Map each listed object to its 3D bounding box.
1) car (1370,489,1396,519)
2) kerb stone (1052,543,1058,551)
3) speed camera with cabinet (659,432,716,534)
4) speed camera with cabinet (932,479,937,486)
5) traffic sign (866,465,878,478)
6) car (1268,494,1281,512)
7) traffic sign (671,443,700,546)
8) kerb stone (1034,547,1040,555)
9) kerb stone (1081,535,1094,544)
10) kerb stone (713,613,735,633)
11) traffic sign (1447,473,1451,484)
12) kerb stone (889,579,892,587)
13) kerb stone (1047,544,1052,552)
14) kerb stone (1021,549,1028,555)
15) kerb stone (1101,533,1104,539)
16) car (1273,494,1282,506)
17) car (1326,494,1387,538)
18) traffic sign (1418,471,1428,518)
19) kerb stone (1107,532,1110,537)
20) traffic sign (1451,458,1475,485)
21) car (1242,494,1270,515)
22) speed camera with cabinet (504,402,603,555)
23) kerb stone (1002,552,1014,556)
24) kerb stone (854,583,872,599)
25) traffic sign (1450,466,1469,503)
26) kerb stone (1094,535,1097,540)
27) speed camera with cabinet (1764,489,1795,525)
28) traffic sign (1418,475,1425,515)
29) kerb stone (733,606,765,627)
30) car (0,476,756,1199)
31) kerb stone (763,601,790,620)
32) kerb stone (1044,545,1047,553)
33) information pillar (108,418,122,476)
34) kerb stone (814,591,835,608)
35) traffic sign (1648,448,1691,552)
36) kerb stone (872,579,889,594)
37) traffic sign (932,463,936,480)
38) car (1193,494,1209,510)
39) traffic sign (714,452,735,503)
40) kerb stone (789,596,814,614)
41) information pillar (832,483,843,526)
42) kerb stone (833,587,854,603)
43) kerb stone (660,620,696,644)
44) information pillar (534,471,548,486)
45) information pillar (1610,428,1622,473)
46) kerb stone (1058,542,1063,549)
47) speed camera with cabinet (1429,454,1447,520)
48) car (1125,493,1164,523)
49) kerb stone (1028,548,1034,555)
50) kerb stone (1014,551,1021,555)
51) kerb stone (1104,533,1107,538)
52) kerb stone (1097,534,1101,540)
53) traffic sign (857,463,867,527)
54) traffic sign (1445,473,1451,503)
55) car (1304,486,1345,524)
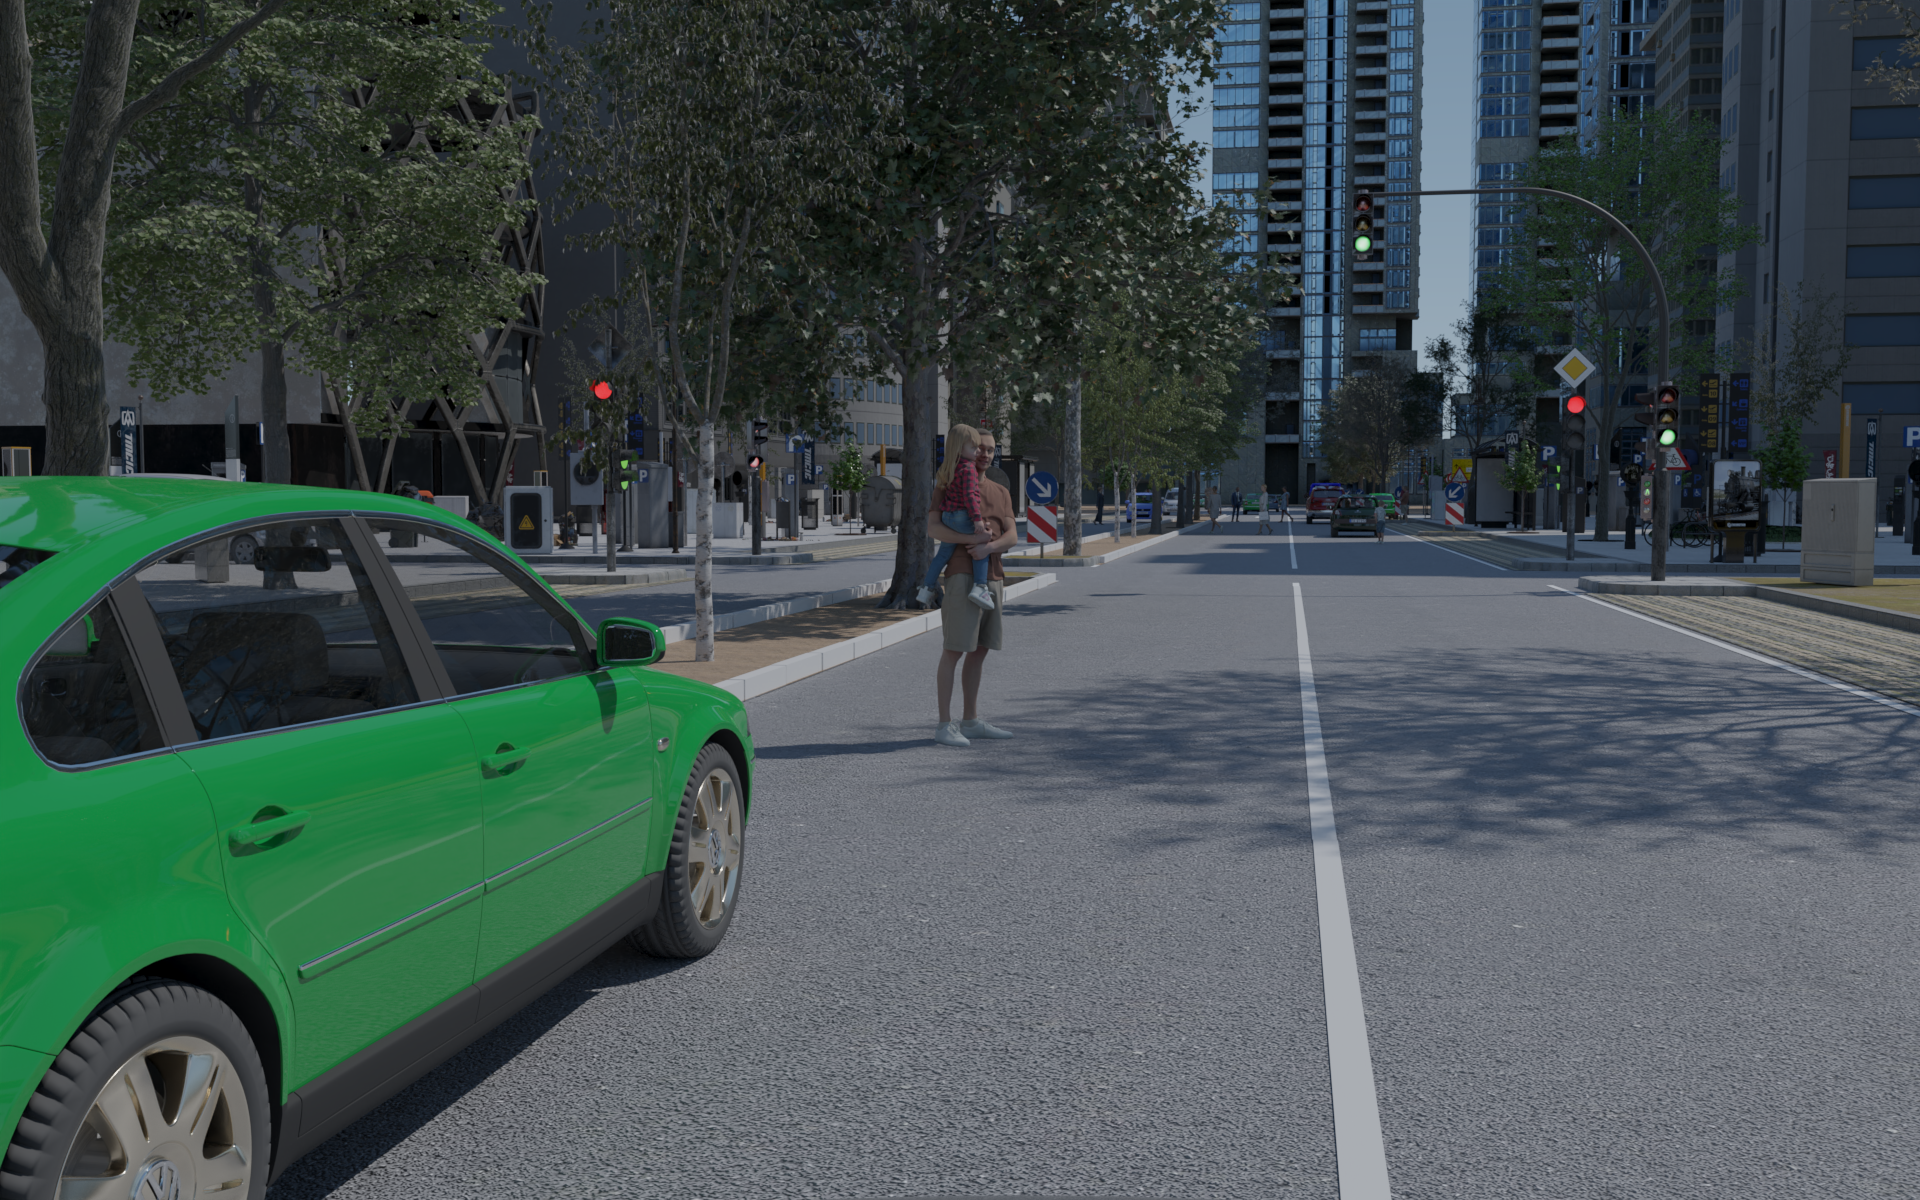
[{"bbox_3d":[23.923,-5.503,98.766,1.959,1.807,4.718,1,4,9],"label":"car"},{"bbox_3d":[2.276,-1.309,43.591,0.120,0.150,1.000,1,4,11],"label":"kerb stone"},{"bbox_3d":[-8.911,-3.757,55.760,2.038,3.252,0.660,-1,4,-10],"label":"speed camera with cabinet"},{"bbox_3d":[-0.650,-6.926,107.576,2.038,3.252,0.660,2,4,24],"label":"speed camera with cabinet"},{"bbox_3d":[-3.925,-4.562,74.699,0.768,2.556,0.104,1,4,14],"label":"traffic sign"},{"bbox_3d":[24.712,-7.761,138.890,2.014,1.417,4.499,1,4,9],"label":"car"},{"bbox_3d":[-6.761,-2.600,42.618,0.768,2.556,0.104,1,4,13],"label":"traffic sign"},{"bbox_3d":[1.706,-1.124,40.573,0.120,0.150,1.000,1,4,11],"label":"kerb stone"},{"bbox_3d":[3.802,-1.802,51.656,0.120,0.150,1.000,1,4,11],"label":"kerb stone"},{"bbox_3d":[-2.570,0.262,17.918,0.120,0.150,1.000,1,4,11],"label":"kerb stone"},{"bbox_3d":[28.593,-6.129,100.309,0.768,2.556,0.104,1,4,18],"label":"traffic sign"},{"bbox_3d":[-1.042,-0.229,25.964,0.120,0.150,1.000,1,4,11],"label":"kerb stone"},{"bbox_3d":[2.085,-1.243,42.587,0.120,0.150,1.000,1,4,11],"label":"kerb stone"},{"bbox_3d":[1.322,-0.997,38.564,0.120,0.150,1.000,1,4,11],"label":"kerb stone"},{"bbox_3d":[4.364,-1.987,54.684,0.120,0.150,1.000,1,4,11],"label":"kerb stone"},{"bbox_3d":[32.480,-10.182,178.276,2.131,1.459,4.920,1,4,12],"label":"car"},{"bbox_3d":[13.361,-2.968,58.319,2.009,1.686,4.222,1,4,12],"label":"car"},{"bbox_3d":[25.357,-5.769,94.335,0.884,2.594,0.081,1,4,11],"label":"traffic sign"},{"bbox_3d":[4.733,-2.110,56.695,0.120,0.150,1.000,1,4,11],"label":"kerb stone"},{"bbox_3d":[28.947,-6.365,97.946,2.265,3.308,0.079,1,4,13],"label":"traffic sign"},{"bbox_3d":[20.739,-6.878,121.258,1.959,1.807,4.718,1,4,11],"label":"car"},{"bbox_3d":[-8.633,-2.598,36.813,2.038,3.252,0.660,-1,4,-10],"label":"speed camera with cabinet"},{"bbox_3d":[0.943,-0.878,36.555,0.120,0.150,1.000,1,4,11],"label":"kerb stone"},{"bbox_3d":[-1.426,-0.106,23.950,0.120,0.150,1.000,1,4,11],"label":"kerb stone"},{"bbox_3d":[23.380,-4.961,81.120,0.884,2.594,0.081,1,4,11],"label":"traffic sign"},{"bbox_3d":[3.983,-1.863,52.662,0.120,0.150,1.000,1,4,11],"label":"kerb stone"},{"bbox_3d":[25.121,-3.592,53.061,0.660,3.252,2.038,1,4,16],"label":"speed camera with cabinet"},{"bbox_3d":[28.635,-6.533,106.926,0.768,2.556,0.104,1,4,14],"label":"traffic sign"},{"bbox_3d":[-2.369,0.200,18.920,0.120,0.150,1.000,1,4,11],"label":"kerb stone"},{"bbox_3d":[-1.863,0.284,4.158,1.959,1.807,4.718,1,4,11],"label":"car"},{"bbox_3d":[-2.184,0.139,19.925,0.120,0.150,1.000,1,4,11],"label":"kerb stone"},{"bbox_3d":[1.891,-1.186,41.583,0.120,0.150,1.000,1,4,11],"label":"kerb stone"},{"bbox_3d":[-24.879,-3.661,51.216,0.183,3.616,0.504,2,4,34],"label":"information pillar"},{"bbox_3d":[-1.808,0.024,21.942,0.120,0.150,1.000,1,4,11],"label":"kerb stone"},{"bbox_3d":[15.759,-2.355,38.507,0.884,2.594,0.081,1,4,15],"label":"traffic sign"},{"bbox_3d":[-1.230,-0.169,24.955,0.120,0.150,1.000,1,4,11],"label":"kerb stone"},{"bbox_3d":[-1.290,-4.217,69.050,0.768,2.556,0.104,1,4,13],"label":"traffic sign"},{"bbox_3d":[21.814,-8.912,157.516,2.131,1.459,4.920,1,4,12],"label":"car"},{"bbox_3d":[-7.125,-3.179,52.077,0.768,2.556,0.104,1,4,18],"label":"traffic sign"},{"bbox_3d":[-1.989,0.078,20.928,0.120,0.150,1.000,1,4,11],"label":"kerb stone"},{"bbox_3d":[-4.868,-3.929,68.724,0.304,2.012,0.304,3,4,39],"label":"information pillar"},{"bbox_3d":[-1.613,-0.043,22.945,0.120,0.150,1.000,1,4,11],"label":"kerb stone"},{"bbox_3d":[-2.752,0.324,16.896,0.120,0.150,1.000,1,4,11],"label":"kerb stone"},{"bbox_3d":[-13.247,-3.075,54.761,0.304,2.012,0.304,2,4,31],"label":"information pillar"},{"bbox_3d":[23.410,-4.312,61.857,0.183,3.616,0.504,-1,4,-22],"label":"information pillar"},{"bbox_3d":[2.468,-1.365,44.596,0.120,0.150,1.000,1,4,11],"label":"kerb stone"},{"bbox_3d":[23.596,-5.575,85.491,0.660,3.252,2.038,0,4,7],"label":"speed camera with cabinet"},{"bbox_3d":[9.324,-4.760,87.413,1.945,1.707,3.694,1,4,9],"label":"car"},{"bbox_3d":[1.511,-1.063,39.569,0.120,0.150,1.000,1,4,11],"label":"kerb stone"},{"bbox_3d":[1.134,-0.940,37.559,0.120,0.150,1.000,1,4,11],"label":"kerb stone"},{"bbox_3d":[4.550,-2.049,55.689,0.120,0.150,1.000,1,4,11],"label":"kerb stone"},{"bbox_3d":[4.171,-1.925,53.667,0.120,0.150,1.000,1,4,11],"label":"kerb stone"},{"bbox_3d":[-4.023,-4.178,68.414,0.768,2.556,0.104,1,4,17],"label":"traffic sign"},{"bbox_3d":[29.684,-6.406,104.838,0.768,2.556,0.104,1,4,13],"label":"traffic sign"},{"bbox_3d":[17.806,-4.602,83.908,2.281,1.827,5.304,1,4,11],"label":"car"}]
